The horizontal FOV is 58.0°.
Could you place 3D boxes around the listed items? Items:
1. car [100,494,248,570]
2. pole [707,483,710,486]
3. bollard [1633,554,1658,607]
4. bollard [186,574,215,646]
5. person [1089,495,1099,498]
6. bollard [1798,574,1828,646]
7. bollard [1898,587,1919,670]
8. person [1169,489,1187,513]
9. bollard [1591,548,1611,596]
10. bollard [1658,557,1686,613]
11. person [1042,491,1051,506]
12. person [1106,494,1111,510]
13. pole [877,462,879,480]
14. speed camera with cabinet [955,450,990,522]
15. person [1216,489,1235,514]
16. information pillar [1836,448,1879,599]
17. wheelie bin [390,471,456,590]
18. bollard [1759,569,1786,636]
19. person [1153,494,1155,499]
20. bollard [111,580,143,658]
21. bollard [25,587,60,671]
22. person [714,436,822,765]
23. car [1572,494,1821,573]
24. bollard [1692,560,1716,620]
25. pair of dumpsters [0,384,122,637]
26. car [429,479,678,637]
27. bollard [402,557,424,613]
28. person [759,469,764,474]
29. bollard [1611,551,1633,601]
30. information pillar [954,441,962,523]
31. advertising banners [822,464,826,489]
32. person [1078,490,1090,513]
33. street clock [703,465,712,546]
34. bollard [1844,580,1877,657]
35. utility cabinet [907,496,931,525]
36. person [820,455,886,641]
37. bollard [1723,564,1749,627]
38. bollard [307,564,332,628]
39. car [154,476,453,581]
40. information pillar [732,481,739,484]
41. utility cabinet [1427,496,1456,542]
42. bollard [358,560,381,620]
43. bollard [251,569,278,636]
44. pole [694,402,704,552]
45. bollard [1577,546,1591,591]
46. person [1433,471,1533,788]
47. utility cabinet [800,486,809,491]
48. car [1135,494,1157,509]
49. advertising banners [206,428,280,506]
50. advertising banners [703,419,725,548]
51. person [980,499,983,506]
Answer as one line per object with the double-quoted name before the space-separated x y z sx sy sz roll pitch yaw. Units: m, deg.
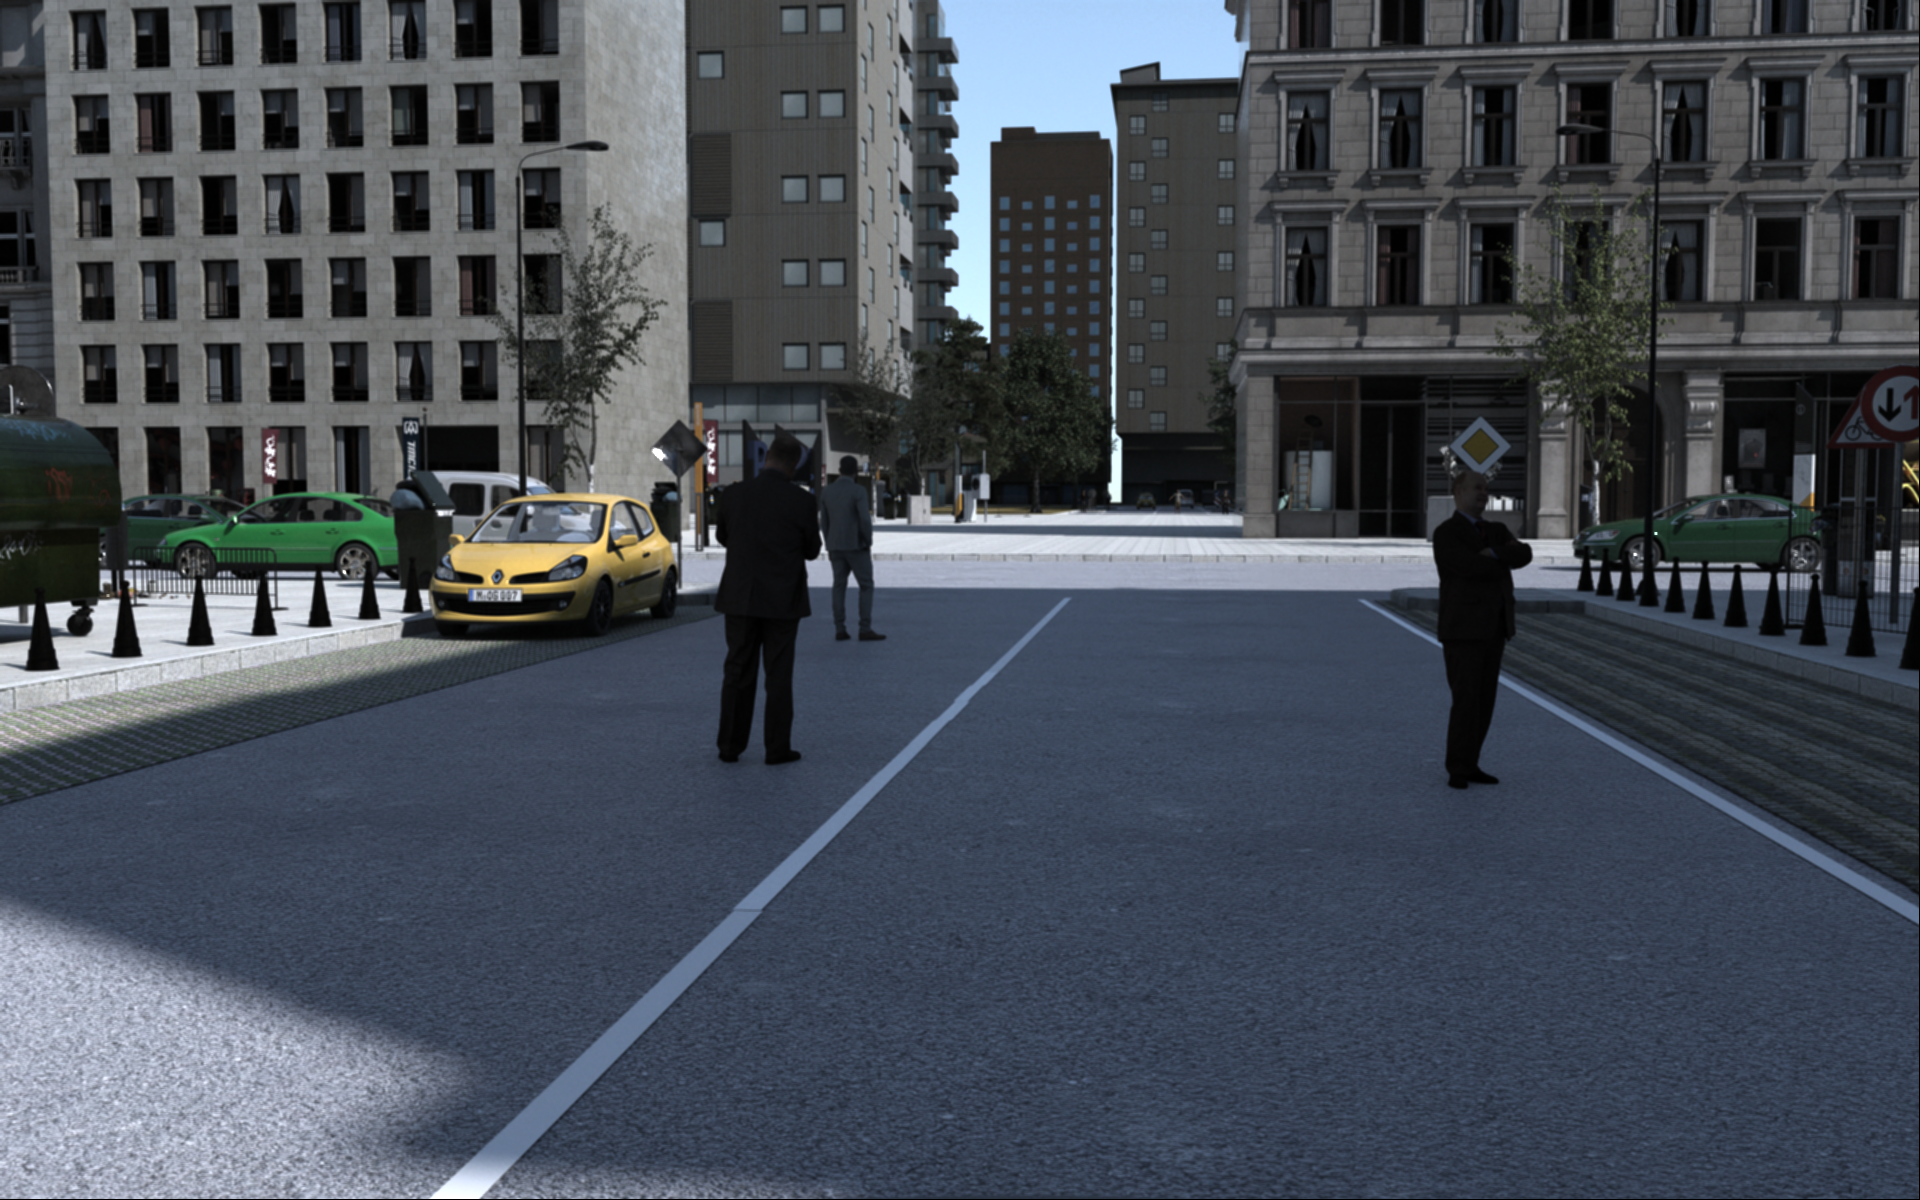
"car" -14.636 -1.320 33.376 4.920 1.459 2.131 0 4 7
"pole" -14.961 -6.687 103.180 0.158 3.312 0.155 0 3 0
"bollard" 7.899 -0.232 19.838 0.229 0.601 0.229 0 3 0
"bollard" -6.451 0.083 14.689 0.229 0.601 0.229 0 3 0
"person" 14.935 -11.333 193.804 1.348 1.824 0.705 -1 4 -13
"bollard" 7.269 0.080 14.737 0.229 0.601 0.229 0 3 0
"bollard" 7.020 0.204 12.698 0.229 0.601 0.229 0 3 0
"person" 16.220 -7.372 129.033 1.348 1.824 0.705 0 4 3
"bollard" 8.155 -0.358 21.887 0.229 0.601 0.229 0 3 0
"bollard" 7.775 -0.170 18.819 0.229 0.601 0.229 0 3 0
"person" 9.445 -11.034 189.454 0.990 1.755 0.434 2 4 31
"person" 13.315 -8.757 154.904 0.421 1.427 0.697 1 4 23
"pole" -5.276 -7.191 111.415 0.158 3.312 0.155 0 3 0
"speed camera with cabinet" 0.545 -5.176 78.960 0.660 3.252 2.038 -2 4 -34
"person" 17.019 -6.229 111.066 1.217 1.735 0.721 1 4 12
"information pillar" 11.013 -1.025 21.248 0.304 2.012 0.304 -1 4 -14
"wheelie bin" -7.285 -0.950 23.445 0.693 1.594 0.980 1 4 9
"bollard" 7.397 0.017 15.756 0.229 0.601 0.229 0 3 0
"person" 20.658 -10.553 184.308 0.557 1.426 1.065 0 4 6
"bollard" -6.576 0.146 13.652 0.229 0.601 0.229 0 3 0
"bollard" -6.703 0.208 12.633 0.229 0.601 0.229 0 3 0
"person" -1.041 -0.009 9.327 0.565 1.739 0.600 -1 4 -18
"car" 14.043 -1.262 32.439 4.920 1.459 2.131 0 4 7
"bollard" 7.651 -0.108 17.800 0.229 0.601 0.229 0 3 0
"pair of dumpsters" -8.564 -0.678 13.573 1.574 2.255 4.437 0 4 7
"car" -4.281 -0.511 18.576 2.015 1.641 3.980 0 4 6
"bollard" -5.938 -0.168 18.785 0.229 0.601 0.229 0 3 0
"person" -2.348 -0.710 20.824 0.841 1.734 0.376 2 4 30
"bollard" 8.025 -0.295 20.861 0.229 0.601 0.229 0 3 0
"information pillar" -0.075 -5.201 76.392 0.183 3.616 0.504 -2 4 -27
"advertising banners" -8.903 -6.476 102.076 2.074 3.025 0.090 0 4 2
"person" 9.599 -7.611 133.763 1.217 1.723 0.721 -2 4 -35
"street clock" -6.267 -2.320 42.510 0.358 2.002 0.471 0 4 2
"bollard" 7.143 0.142 13.718 0.229 0.601 0.229 0 3 0
"utility cabinet" -1.720 -3.783 73.008 1.020 1.237 0.306 -2 4 -35
"person" -1.084 -0.513 16.995 0.635 1.810 0.391 2 4 24
"bollard" 7.523 -0.045 16.777 0.229 0.601 0.229 0 3 0
"bollard" -6.194 -0.043 16.740 0.229 0.601 0.229 0 3 0
"car" -10.764 -1.194 28.323 4.718 1.807 1.959 0 4 7
"information pillar" -12.456 -5.607 96.161 0.304 2.012 0.304 0 4 5
"utility cabinet" 12.916 -2.130 45.980 0.306 1.237 1.020 -3 5 -45
"bollard" -6.064 -0.105 17.766 0.229 0.601 0.229 0 3 0
"bollard" -6.321 0.020 15.718 0.229 0.601 0.229 0 3 0
"pole" -5.816 -2.737 38.586 0.158 3.312 0.155 0 3 0
"bollard" 8.283 -0.420 22.910 0.229 0.601 0.229 0 3 0
"person" 2.577 0.135 8.563 0.482 1.546 0.388 -2 4 -24
"utility cabinet" -4.411 -2.252 45.499 0.318 1.500 1.173 -3 5 -41
"car" 17.517 -9.336 162.861 2.015 1.641 3.980 0 4 7
"advertising banners" -18.741 -3.008 45.369 0.090 3.025 2.074 3 4 39
"advertising banners" -5.445 -2.766 41.404 0.090 3.025 2.074 2 4 33
"person" 2.200 -10.984 191.270 0.628 1.438 0.799 3 4 39
